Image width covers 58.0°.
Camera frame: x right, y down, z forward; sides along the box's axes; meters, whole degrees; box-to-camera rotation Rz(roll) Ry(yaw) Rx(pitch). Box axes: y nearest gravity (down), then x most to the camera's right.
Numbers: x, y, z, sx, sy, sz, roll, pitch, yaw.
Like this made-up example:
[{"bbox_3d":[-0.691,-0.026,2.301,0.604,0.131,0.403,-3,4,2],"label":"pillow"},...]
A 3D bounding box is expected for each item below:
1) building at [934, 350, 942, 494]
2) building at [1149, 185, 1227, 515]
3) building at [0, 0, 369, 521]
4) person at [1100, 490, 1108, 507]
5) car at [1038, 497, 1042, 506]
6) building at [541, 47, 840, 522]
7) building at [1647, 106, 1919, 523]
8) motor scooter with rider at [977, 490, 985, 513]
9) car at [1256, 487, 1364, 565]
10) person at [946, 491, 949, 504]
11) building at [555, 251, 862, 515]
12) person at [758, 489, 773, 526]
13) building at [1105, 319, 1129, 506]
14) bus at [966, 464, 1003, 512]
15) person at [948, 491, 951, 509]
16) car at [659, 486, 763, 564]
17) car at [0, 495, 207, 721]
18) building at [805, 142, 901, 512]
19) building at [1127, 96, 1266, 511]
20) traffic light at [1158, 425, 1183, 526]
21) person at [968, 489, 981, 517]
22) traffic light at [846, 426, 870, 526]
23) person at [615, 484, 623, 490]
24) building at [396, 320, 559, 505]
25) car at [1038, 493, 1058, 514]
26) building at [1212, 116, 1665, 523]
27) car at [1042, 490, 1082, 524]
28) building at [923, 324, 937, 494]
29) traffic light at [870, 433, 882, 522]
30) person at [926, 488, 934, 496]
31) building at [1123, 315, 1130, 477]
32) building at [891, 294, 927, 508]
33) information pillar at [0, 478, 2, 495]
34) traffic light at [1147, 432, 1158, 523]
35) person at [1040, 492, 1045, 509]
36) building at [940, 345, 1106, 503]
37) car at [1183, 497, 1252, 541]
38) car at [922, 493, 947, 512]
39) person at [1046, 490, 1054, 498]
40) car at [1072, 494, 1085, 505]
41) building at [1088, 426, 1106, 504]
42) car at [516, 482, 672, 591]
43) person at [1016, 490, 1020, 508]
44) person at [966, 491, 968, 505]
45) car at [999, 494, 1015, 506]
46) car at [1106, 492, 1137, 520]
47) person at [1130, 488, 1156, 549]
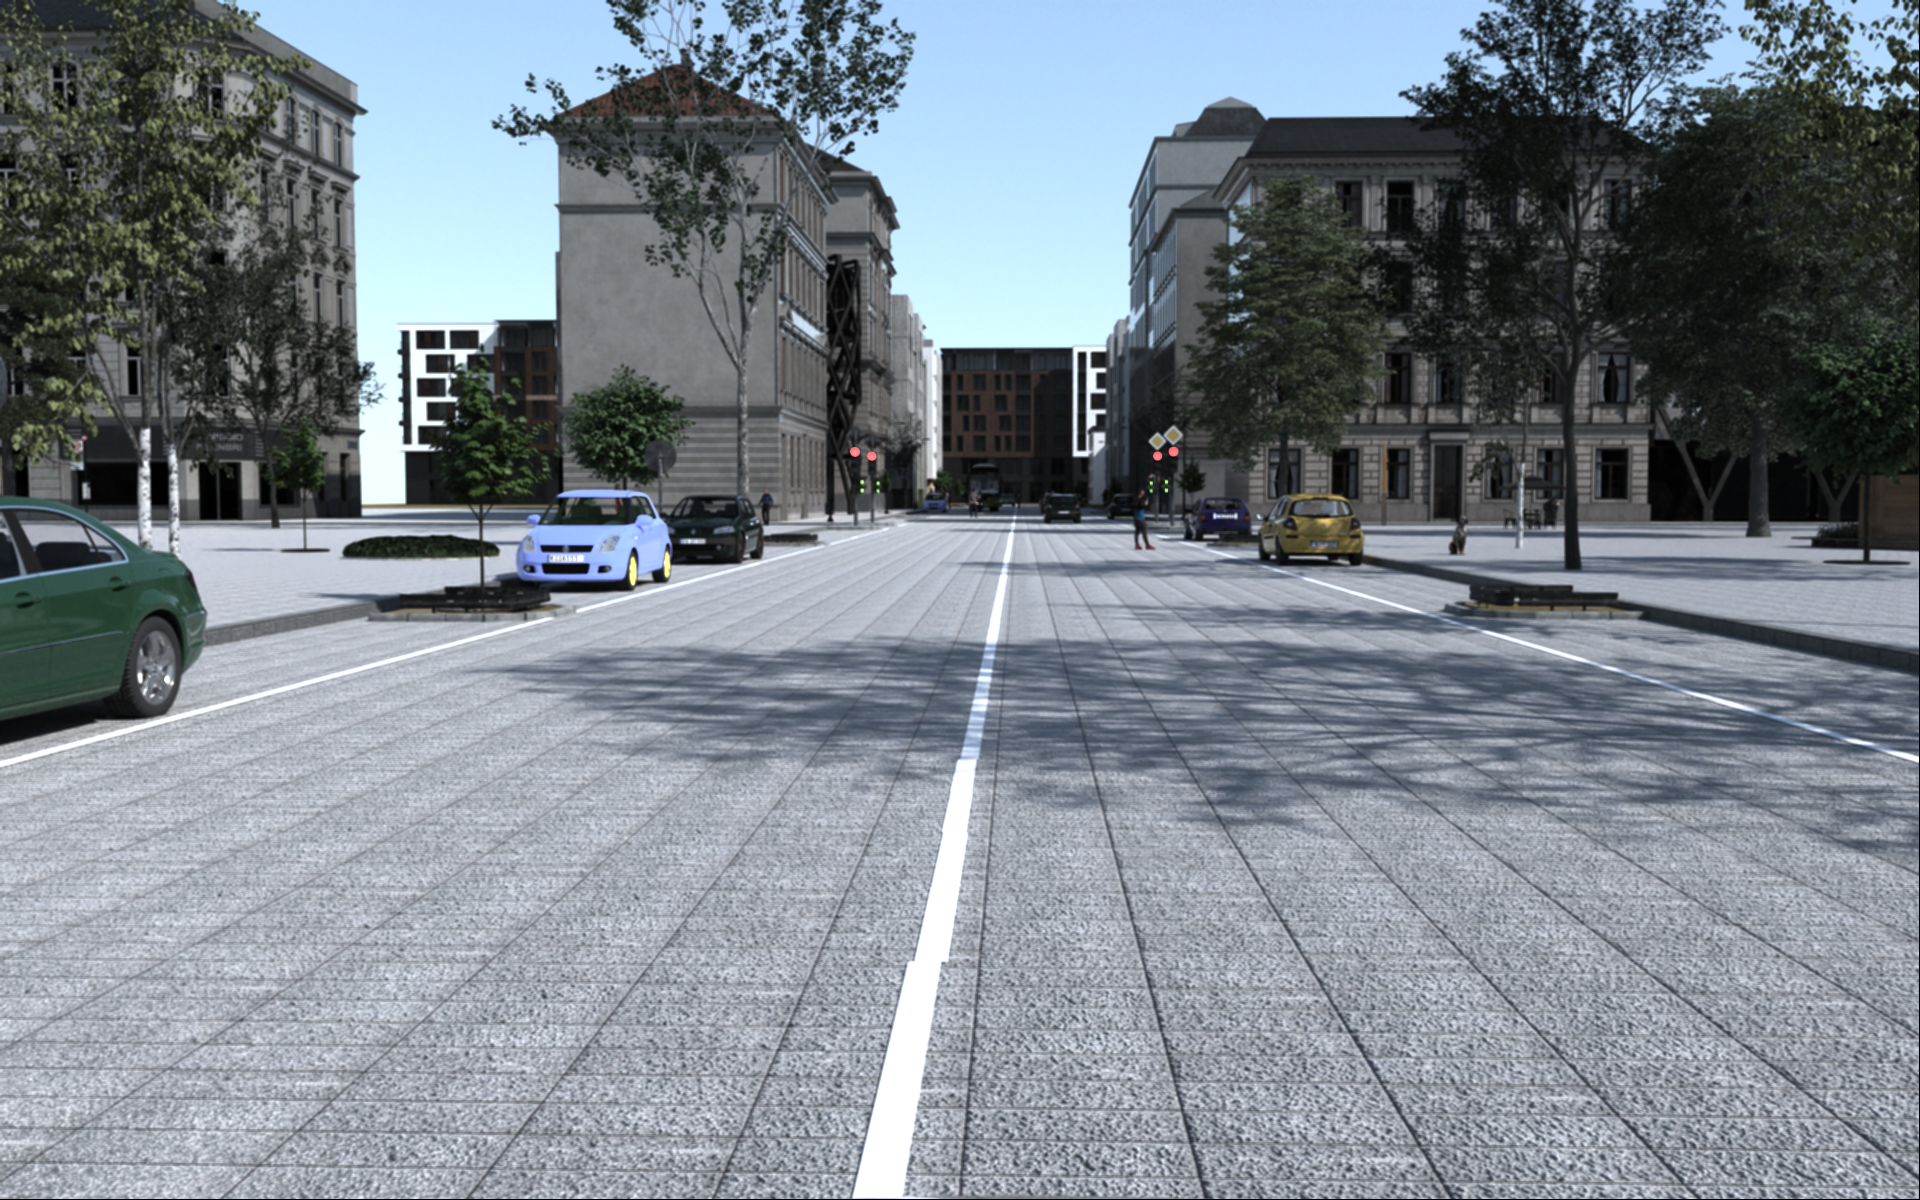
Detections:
[{"bbox_3d":[-18.353,-21.710,221.422,31.486,18.905,16.747,0,4,2],"label":"building"},{"bbox_3d":[17.953,-16.193,113.903,9.793,20.994,18.267,0,4,2],"label":"building"},{"bbox_3d":[-55.127,-19.103,88.750,44.131,29.872,17.030,0,4,2],"label":"building"},{"bbox_3d":[14.693,-10.388,176.704,0.721,1.723,1.217,-3,5,-43],"label":"person"},{"bbox_3d":[10.216,-11.889,204.601,2.015,1.641,3.980,0,4,2],"label":"car"},{"bbox_3d":[-13.022,-15.478,89.224,11.583,22.565,21.152,0,4,2],"label":"building"},{"bbox_3d":[40.331,-13.281,84.600,16.811,18.784,16.820,0,4,2],"label":"building"},{"bbox_3d":[1.481,-7.599,133.214,0.876,1.779,1.986,0,4,2],"label":"motor scooter with rider"},{"bbox_3d":[7.278,-1.589,36.197,2.015,1.641,3.980,0,4,2],"label":"car"},{"bbox_3d":[-1.539,-13.123,221.265,0.551,1.740,0.621,-1,4,-20],"label":"person"},{"bbox_3d":[-14.714,-14.734,108.355,16.820,18.784,16.811,0,4,2],"label":"building"},{"bbox_3d":[-7.986,-3.783,70.596,0.600,1.496,0.574,-3,5,-40],"label":"person"},{"bbox_3d":[24.596,-19.374,183.218,16.747,18.905,31.486,0,4,2],"label":"building"},{"bbox_3d":[1.980,-9.389,145.059,2.896,3.916,12.252,0,3,0],"label":"bus"},{"bbox_3d":[-1.098,-9.384,162.632,0.721,1.736,1.217,0,4,-1],"label":"person"},{"bbox_3d":[-5.285,-1.657,36.880,2.009,1.686,4.222,0,4,3],"label":"car"},{"bbox_3d":[-6.136,0.121,9.820,2.131,1.459,4.920,0,4,3],"label":"car"},{"bbox_3d":[-12.225,-21.182,133.716,14.401,28.519,23.554,0,4,2],"label":"building"},{"bbox_3d":[19.810,-22.024,137.577,11.434,29.767,29.804,0,4,2],"label":"building"},{"bbox_3d":[8.549,-4.924,69.748,0.839,4.213,0.868,0,4,2],"label":"traffic light"},{"bbox_3d":[0.903,-5.938,106.121,0.617,1.759,0.750,1,4,19],"label":"person"},{"bbox_3d":[-4.205,-4.949,70.167,0.839,4.213,0.868,0,4,2],"label":"traffic light"},{"bbox_3d":[-10.880,-2.928,55.623,0.444,1.614,0.593,0,4,-2],"label":"person"},{"bbox_3d":[-50.581,-22.823,217.133,32.646,21.610,27.936,0,4,2],"label":"building"},{"bbox_3d":[6.914,-7.319,128.704,2.155,1.783,4.494,0,4,2],"label":"car"},{"bbox_3d":[22.198,-13.322,82.435,19.286,19.102,10.561,0,4,2],"label":"building"},{"bbox_3d":[5.019,-4.600,84.995,2.009,1.686,4.222,0,4,1],"label":"car"},{"bbox_3d":[-10.549,-20.471,191.114,16.016,20.091,11.380,0,4,2],"label":"building"},{"bbox_3d":[-3.932,-5.437,78.147,0.839,4.213,0.868,0,4,2],"label":"traffic light"},{"bbox_3d":[-2.903,-10.457,176.649,1.348,1.869,0.705,2,4,24],"label":"person"},{"bbox_3d":[23.341,-18.642,161.222,16.016,20.091,11.380,0,4,2],"label":"building"},{"bbox_3d":[-12.451,-18.542,169.612,16.747,18.905,31.486,0,4,2],"label":"building"},{"bbox_3d":[-43.693,-4.531,78.570,0.304,2.012,0.304,1,4,21],"label":"information pillar"},{"bbox_3d":[8.822,-5.412,77.729,0.839,4.213,0.868,0,4,2],"label":"traffic light"},{"bbox_3d":[7.841,-9.413,163.866,0.593,1.643,0.415,-2,4,-35],"label":"person"},{"bbox_3d":[13.822,-24.963,252.115,32.646,21.610,27.936,0,4,2],"label":"building"},{"bbox_3d":[7.955,-2.514,53.691,1.945,1.354,3.894,0,4,1],"label":"car"},{"bbox_3d":[-1.927,-7.553,133.082,1.945,1.707,3.694,0,4,3],"label":"car"},{"bbox_3d":[5.843,-6.214,110.901,0.742,1.727,0.445,-3,5,-43],"label":"person"},{"bbox_3d":[12.463,-10.814,187.024,2.015,1.641,3.980,0,4,3],"label":"car"},{"bbox_3d":[20.845,-16.588,213.368,9.099,9.664,28.070,0,4,2],"label":"building"},{"bbox_3d":[-5.610,-1.049,26.743,1.945,1.707,3.694,0,4,2],"label":"car"},{"bbox_3d":[5.921,-10.207,175.367,0.705,1.826,1.348,0,4,-7],"label":"person"},{"bbox_3d":[0.805,-12.406,210.967,0.705,1.869,1.348,0,3,0],"label":"person"},{"bbox_3d":[5.468,-11.773,201.278,1.959,1.807,4.718,0,4,3],"label":"car"},{"bbox_3d":[9.326,-5.427,98.524,2.009,1.686,4.222,0,4,2],"label":"car"},{"bbox_3d":[4.713,-2.102,44.734,0.662,1.594,0.647,-2,4,-32],"label":"person"}]
